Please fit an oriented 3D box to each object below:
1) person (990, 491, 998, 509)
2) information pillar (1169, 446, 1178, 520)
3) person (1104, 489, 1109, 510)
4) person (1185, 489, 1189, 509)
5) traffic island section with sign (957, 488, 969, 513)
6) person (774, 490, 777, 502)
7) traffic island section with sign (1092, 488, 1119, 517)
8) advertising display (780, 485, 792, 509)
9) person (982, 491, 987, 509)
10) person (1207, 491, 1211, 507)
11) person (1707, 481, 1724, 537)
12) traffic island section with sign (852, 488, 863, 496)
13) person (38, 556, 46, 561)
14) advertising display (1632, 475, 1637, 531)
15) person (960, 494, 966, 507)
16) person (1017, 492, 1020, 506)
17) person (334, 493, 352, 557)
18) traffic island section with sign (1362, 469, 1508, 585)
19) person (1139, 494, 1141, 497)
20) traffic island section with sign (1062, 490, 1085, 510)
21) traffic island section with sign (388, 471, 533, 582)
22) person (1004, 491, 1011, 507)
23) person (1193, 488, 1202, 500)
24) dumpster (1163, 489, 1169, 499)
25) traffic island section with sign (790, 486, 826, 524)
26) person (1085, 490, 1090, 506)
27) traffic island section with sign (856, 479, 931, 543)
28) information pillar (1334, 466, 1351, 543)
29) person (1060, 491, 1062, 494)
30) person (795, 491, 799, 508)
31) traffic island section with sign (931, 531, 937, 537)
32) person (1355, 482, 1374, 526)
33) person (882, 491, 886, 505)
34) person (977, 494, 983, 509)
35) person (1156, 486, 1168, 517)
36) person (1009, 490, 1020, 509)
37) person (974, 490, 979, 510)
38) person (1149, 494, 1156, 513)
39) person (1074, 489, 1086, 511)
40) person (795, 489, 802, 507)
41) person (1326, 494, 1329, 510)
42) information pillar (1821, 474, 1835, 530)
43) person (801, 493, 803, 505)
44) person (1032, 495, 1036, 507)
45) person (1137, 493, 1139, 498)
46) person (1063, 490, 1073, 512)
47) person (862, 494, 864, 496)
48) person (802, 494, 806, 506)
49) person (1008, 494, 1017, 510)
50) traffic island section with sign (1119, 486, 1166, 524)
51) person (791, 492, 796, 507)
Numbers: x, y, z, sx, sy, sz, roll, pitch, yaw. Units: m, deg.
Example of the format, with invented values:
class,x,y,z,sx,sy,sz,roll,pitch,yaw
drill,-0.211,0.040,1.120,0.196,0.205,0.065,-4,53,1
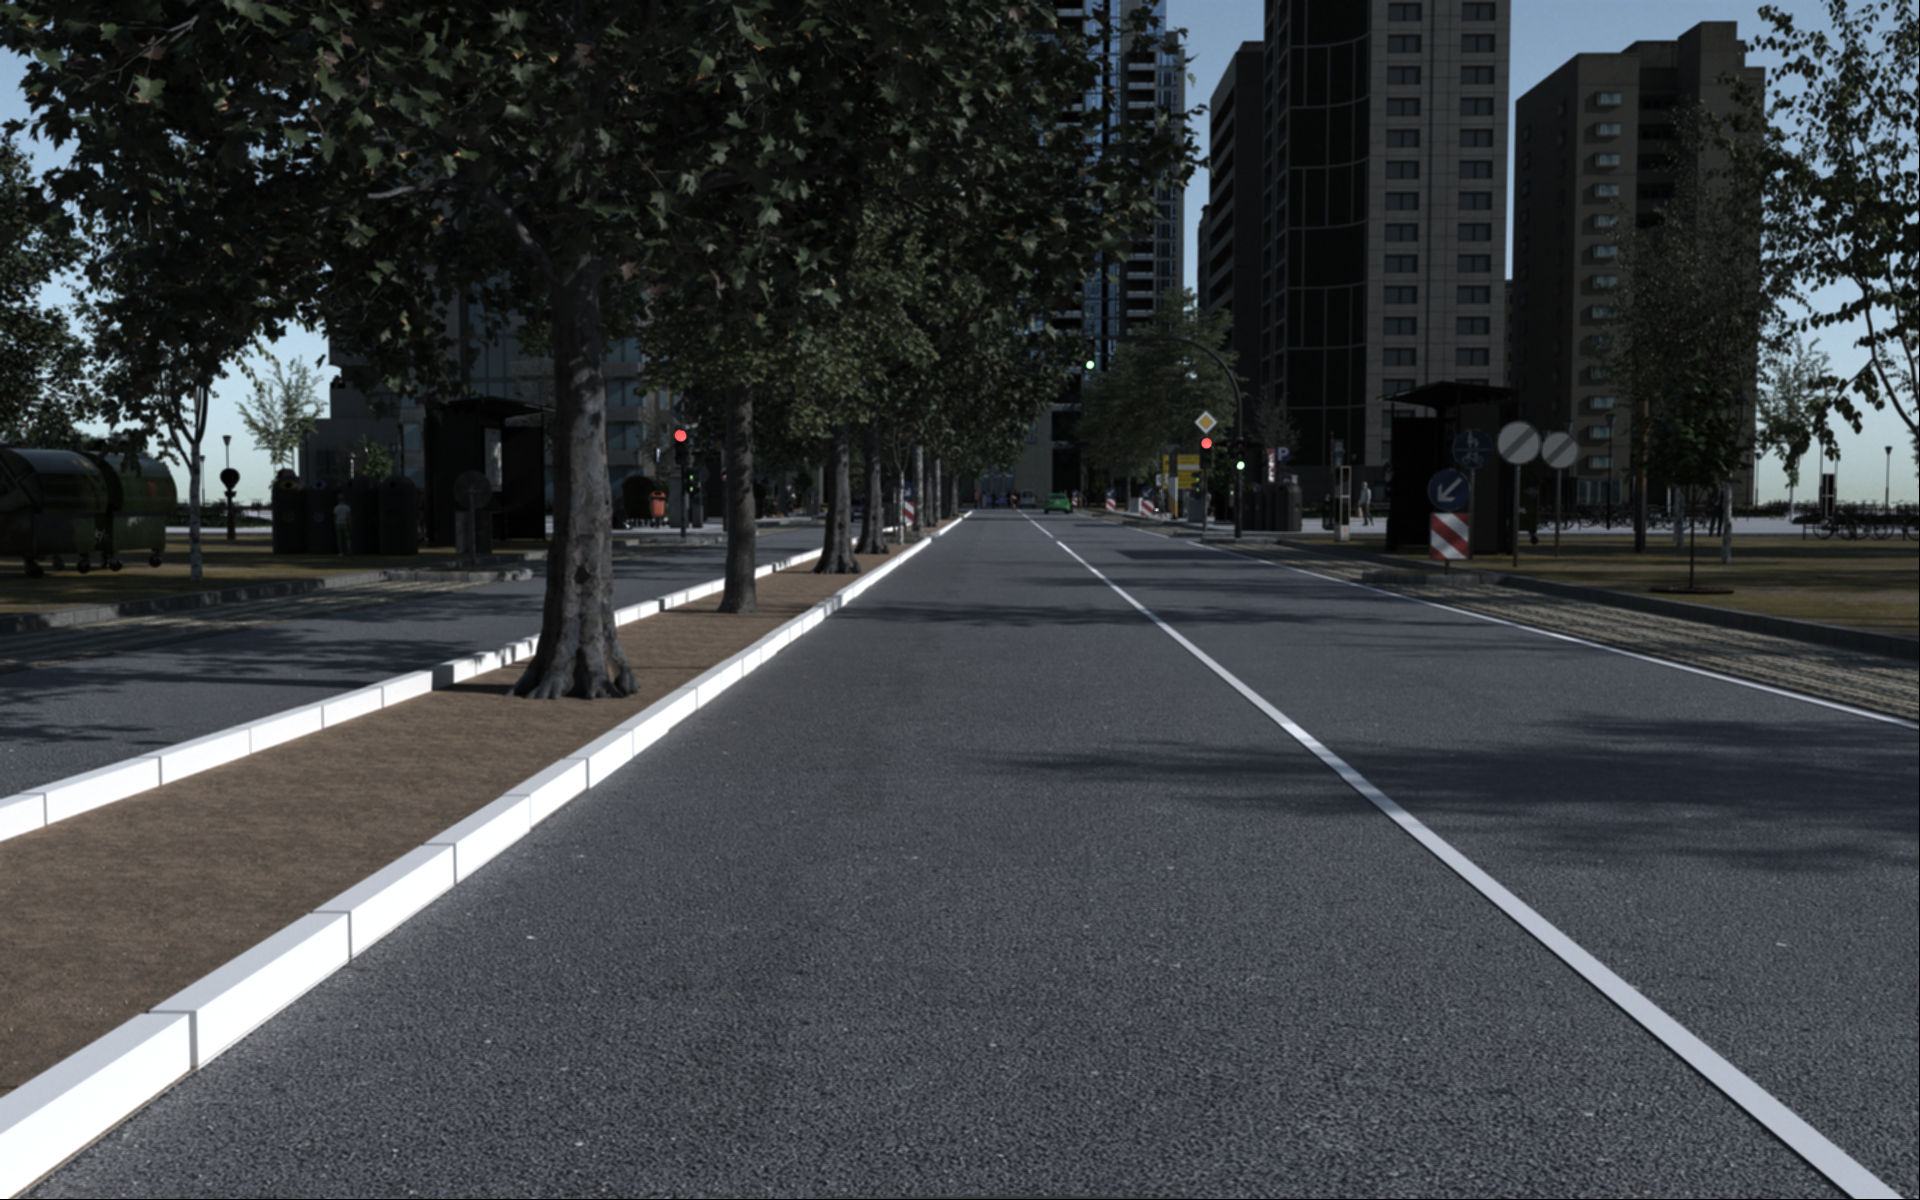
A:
class,x,y,z,sx,sy,sz,roll,pitch,yaw
person,3.378,-9.942,171.576,0.721,1.766,1.217,3,5,43
information pillar,10.479,-5.736,85.132,0.183,3.616,0.504,-3,5,-43
person,11.744,-8.074,138.966,0.541,1.710,0.530,-3,4,-36
person,20.113,-9.030,153.673,0.705,1.826,1.348,1,4,12
traffic island section with sign,-0.165,-7.663,133.423,2.006,1.907,1.989,0,4,1
person,-21.901,-12.088,203.636,0.705,1.831,1.348,2,4,26
traffic island section with sign,9.433,-6.220,110.326,1.989,1.847,2.006,0,4,1
advertising display,-12.551,-7.318,124.863,0.123,1.923,0.974,3,5,45
person,2.325,-9.663,167.150,0.551,1.740,0.621,-3,5,-43
person,18.976,-7.585,132.659,0.523,1.515,0.503,1,4,23
person,22.933,-2.717,52.287,0.648,1.900,0.474,0,4,7
traffic island section with sign,-6.486,-6.224,110.392,1.989,1.847,2.006,0,4,1
person,-17.713,-1.664,33.344,0.679,1.850,0.850,-1,4,-10
advertising display,23.250,-3.327,59.611,0.123,1.923,0.974,1,4,16
person,0.084,-10.832,185.690,1.350,1.814,0.705,0,4,-8
person,6.964,-11.913,204.197,0.541,1.710,0.530,1,4,18
person,-12.571,-1.529,35.297,0.306,1.304,0.590,-3,4,-36
traffic island section with sign,7.618,-1.189,28.070,1.989,1.847,2.006,0,4,1
person,16.150,-8.833,151.144,1.217,1.739,0.721,-1,4,-11
traffic island section with sign,10.519,-9.267,160.151,1.989,1.847,2.006,0,4,1
traffic island section with sign,-8.282,-1.248,29.032,1.989,1.847,2.006,0,4,1
person,5.530,-11.427,195.290,1.348,1.831,0.705,2,4,28
person,11.116,-4.564,80.845,0.419,1.800,0.721,-1,4,-18
dumpster,14.777,-7.163,122.866,1.264,1.857,1.865,0,4,1
traffic island section with sign,-7.087,-4.576,83.444,1.989,1.847,2.006,0,4,1
person,13.271,-10.615,180.314,0.721,1.736,1.217,2,4,28
traffic island section with sign,-1.978,-2.615,50.897,2.006,1.907,1.989,0,4,1
information pillar,10.143,-2.536,45.948,0.304,2.012,0.304,-1,4,-21
person,8.740,-8.652,150.677,1.217,1.735,0.721,2,4,27
person,-15.130,-9.450,160.571,0.705,1.821,1.348,0,4,-5
traffic island section with sign,-1.805,-3.068,58.302,2.006,1.907,1.989,0,4,1
person,16.442,-3.904,70.357,0.515,1.767,0.782,-2,4,-24
person,-9.614,-12.578,214.147,0.705,1.824,1.348,3,5,39
person,2.084,-9.604,168.777,1.065,1.426,0.557,-3,4,-38
person,11.391,-5.591,97.726,0.573,1.790,0.520,3,5,39
person,5.226,-9.548,164.555,0.705,1.831,1.348,-3,5,-43
person,1.500,-9.157,158.161,0.705,1.831,1.348,1,4,9
person,12.385,-6.555,112.577,0.648,1.900,0.474,-1,4,-12
person,10.239,-8.558,148.429,1.348,1.824,0.705,3,5,42
person,-15.727,-9.895,168.554,0.721,1.736,1.217,-3,4,-36
person,20.798,-5.392,98.447,0.590,1.304,0.306,1,4,23
information pillar,31.194,-3.533,62.260,0.304,2.012,0.304,0,4,-8
person,-18.834,-12.112,204.997,0.530,1.710,0.541,-3,5,-42
person,8.411,-11.651,199.080,0.705,1.812,1.348,2,4,32
person,21.396,-12.196,208.701,0.557,1.426,1.065,2,4,29
person,8.259,-7.739,135.547,1.217,1.766,0.721,-1,4,-21
person,-8.767,-8.824,151.109,0.721,1.735,1.217,3,5,44
person,-17.364,-11.416,192.781,0.705,1.812,1.348,3,5,44
person,4.704,-8.716,154.187,0.628,1.438,0.799,1,4,17
traffic island section with sign,8.842,-4.566,83.274,1.989,1.847,2.006,0,4,1
person,-14.516,-8.613,150.052,0.628,1.438,0.799,0,4,1
